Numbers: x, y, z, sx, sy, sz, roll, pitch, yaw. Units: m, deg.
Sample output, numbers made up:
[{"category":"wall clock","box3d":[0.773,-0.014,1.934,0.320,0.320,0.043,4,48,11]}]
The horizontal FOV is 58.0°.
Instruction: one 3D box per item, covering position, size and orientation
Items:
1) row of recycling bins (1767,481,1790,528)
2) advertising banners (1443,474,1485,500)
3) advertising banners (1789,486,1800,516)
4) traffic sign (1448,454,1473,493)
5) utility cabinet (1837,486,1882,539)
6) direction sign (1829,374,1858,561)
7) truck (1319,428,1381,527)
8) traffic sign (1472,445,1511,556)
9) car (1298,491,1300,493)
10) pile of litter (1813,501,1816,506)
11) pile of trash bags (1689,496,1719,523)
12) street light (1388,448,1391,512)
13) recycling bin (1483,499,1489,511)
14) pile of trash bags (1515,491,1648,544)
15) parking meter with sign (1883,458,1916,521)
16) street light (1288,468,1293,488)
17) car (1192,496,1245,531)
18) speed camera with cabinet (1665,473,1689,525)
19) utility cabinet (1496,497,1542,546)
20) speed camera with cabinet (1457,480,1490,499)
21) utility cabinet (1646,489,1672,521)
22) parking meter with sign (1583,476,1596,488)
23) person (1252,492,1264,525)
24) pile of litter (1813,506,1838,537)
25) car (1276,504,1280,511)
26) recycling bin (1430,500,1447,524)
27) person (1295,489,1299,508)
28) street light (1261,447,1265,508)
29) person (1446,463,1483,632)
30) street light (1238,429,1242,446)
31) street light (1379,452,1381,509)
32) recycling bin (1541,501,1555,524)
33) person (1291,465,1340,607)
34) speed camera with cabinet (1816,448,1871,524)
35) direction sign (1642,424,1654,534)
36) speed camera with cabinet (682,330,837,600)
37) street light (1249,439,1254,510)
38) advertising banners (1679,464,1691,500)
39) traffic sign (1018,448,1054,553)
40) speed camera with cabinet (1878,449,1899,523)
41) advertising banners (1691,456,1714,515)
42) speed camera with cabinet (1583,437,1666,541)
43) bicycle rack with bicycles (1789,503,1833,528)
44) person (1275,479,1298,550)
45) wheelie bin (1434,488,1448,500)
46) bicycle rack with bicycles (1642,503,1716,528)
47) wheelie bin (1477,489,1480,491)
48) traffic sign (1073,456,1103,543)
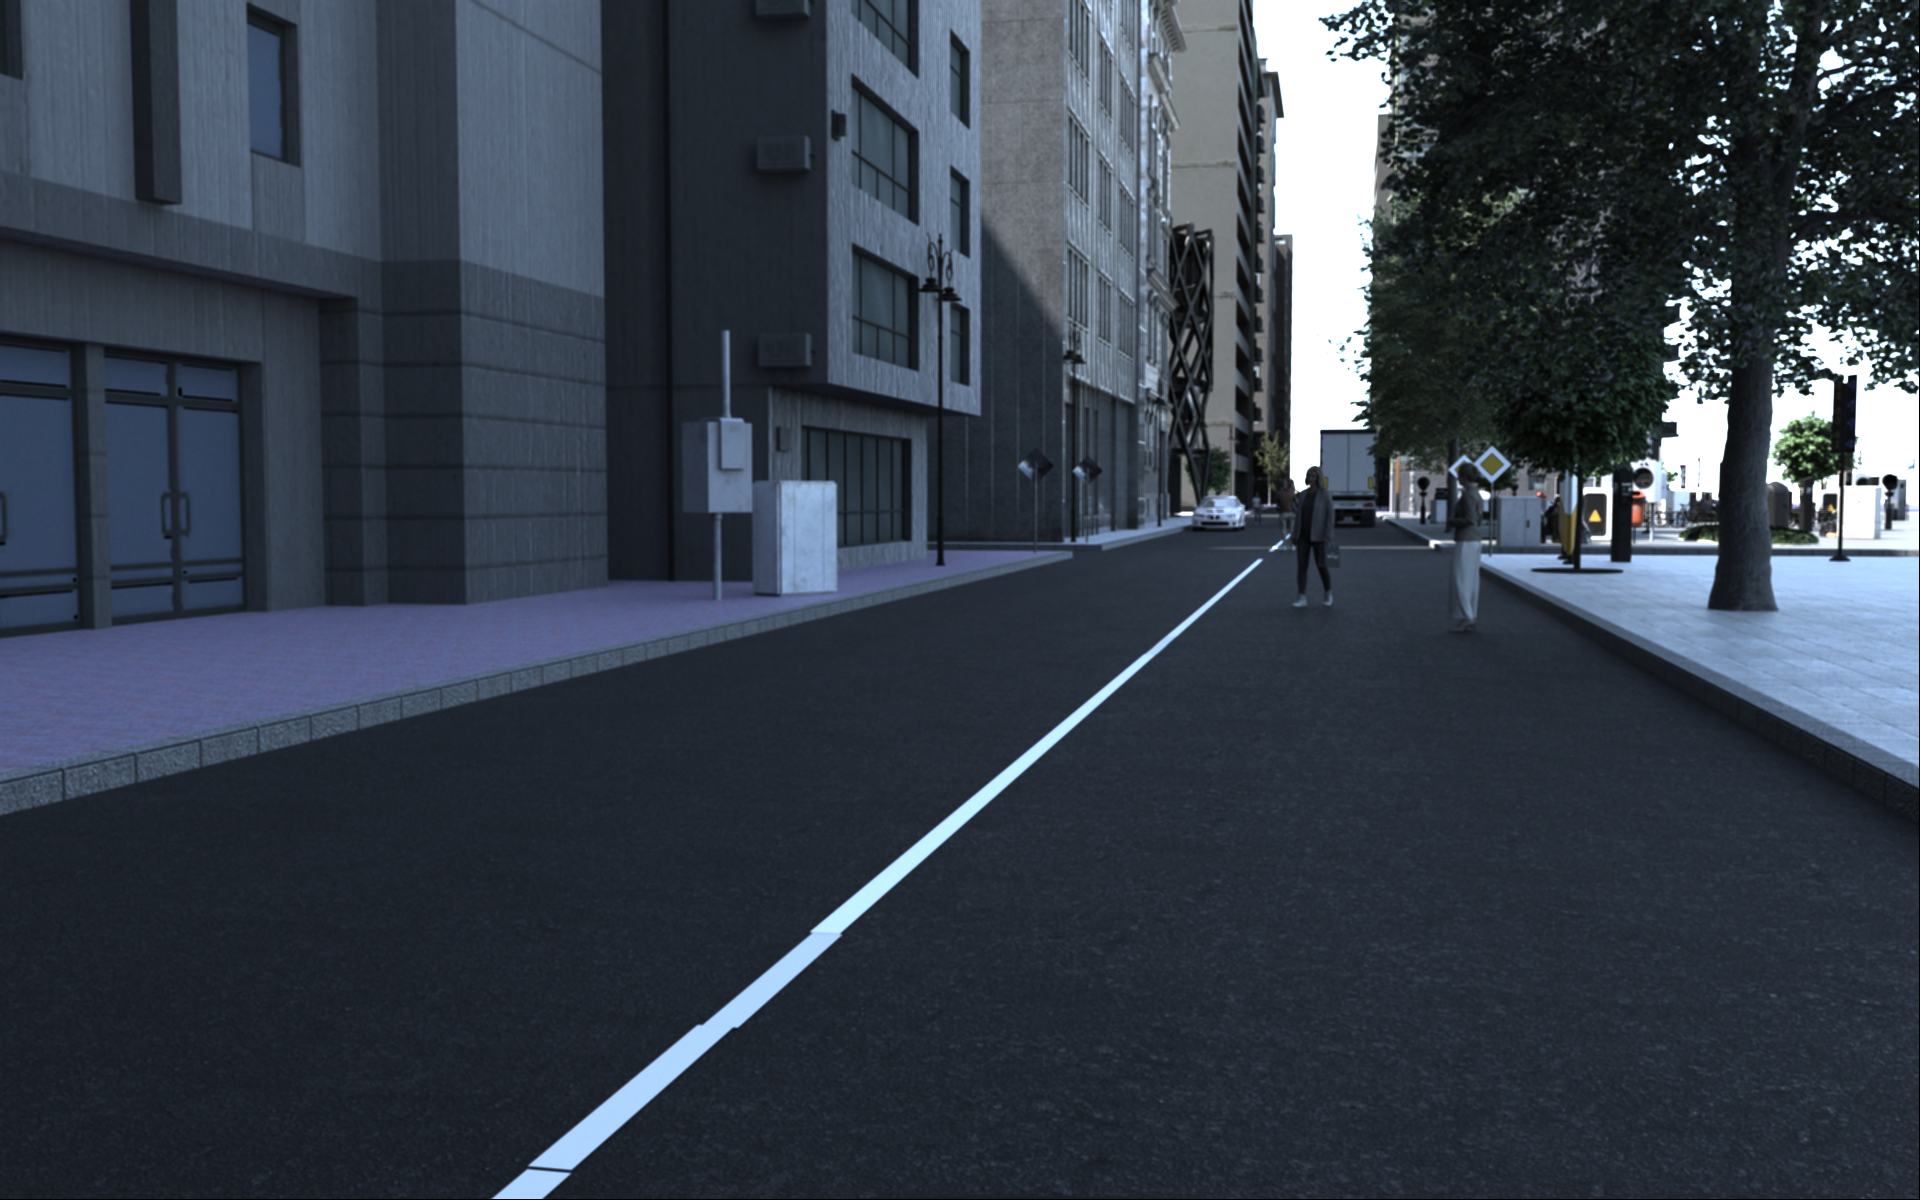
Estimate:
[{"category":"row of recycling bins","box3d":[26.310,-3.057,57.099,1.069,1.692,3.534,0,4,5]},{"category":"advertising banners","box3d":[22.182,-4.872,75.848,2.074,3.025,0.090,0,4,-2]},{"category":"advertising banners","box3d":[40.496,-5.416,84.732,0.090,3.025,2.074,-2,4,-32]},{"category":"traffic sign","box3d":[12.611,-2.431,43.386,0.795,2.450,0.064,1,4,12]},{"category":"utility cabinet","box3d":[25.756,-2.504,49.619,0.318,1.500,1.173,-2,4,-26]},{"category":"direction sign","box3d":[16.854,-2.512,33.072,0.379,3.537,0.876,0,4,1]},{"category":"truck","box3d":[17.881,-5.536,79.431,2.839,4.237,11.283,1,4,13]},{"category":"traffic sign","box3d":[10.911,-1.954,35.583,0.795,2.450,0.064,1,4,12]},{"category":"car","box3d":[40.305,-11.852,202.447,2.281,1.827,5.304,1,4,11]},{"category":"pile of litter","box3d":[53.336,-5.718,107.450,1.719,0.858,1.176,-2,4,-27]},{"category":"pile of trash bags","box3d":[37.960,-4.705,86.672,3.447,1.369,1.912,2,4,23]},{"category":"street light","box3d":[30.568,-9.198,123.176,0.468,5.910,1.993,1,4,12]},{"category":"recycling bin","box3d":[27.086,-4.661,88.757,0.722,1.027,0.722,0,4,3]},{"category":"pile of trash bags","box3d":[15.961,-2.147,44.859,3.447,1.369,1.912,2,4,24]},{"category":"parking meter with sign","box3d":[45.535,-5.369,84.048,1.738,3.016,0.543,-2,4,-29]},{"category":"street light","box3d":[51.745,-18.146,269.469,0.468,5.910,1.993,1,4,12]},{"category":"car","box3d":[10.290,-3.445,68.693,2.083,1.381,4.827,1,4,13]},{"category":"speed camera with cabinet","box3d":[29.664,-4.787,72.599,2.038,3.252,0.660,-2,4,-28]},{"category":"utility cabinet","box3d":[13.806,-1.934,42.787,1.020,1.237,0.306,0,4,0]},{"category":"speed camera with cabinet","box3d":[27.464,-6.014,92.662,2.038,3.252,0.660,1,4,16]},{"category":"utility cabinet","box3d":[33.126,-4.489,82.080,0.318,1.500,1.173,-2,4,-32]},{"category":"parking meter with sign","box3d":[27.187,-4.825,75.153,1.738,3.016,0.543,2,4,31]},{"category":"person","box3d":[14.009,-4.302,81.429,0.503,1.515,0.523,-3,4,-36]},{"category":"pile of litter","box3d":[26.649,-2.331,52.085,1.719,0.858,1.176,0,4,4]},{"category":"car","box3d":[28.037,-8.492,148.436,1.945,1.707,3.694,1,4,14]},{"category":"recycling bin","box3d":[20.929,-3.843,75.385,0.722,1.027,0.722,0,4,-6]},{"category":"person","box3d":[27.314,-8.057,140.169,1.348,1.831,0.705,1,4,19]},{"category":"street light","box3d":[28.907,-11.772,165.262,0.468,5.910,1.993,1,4,12]},{"category":"person","box3d":[5.279,-0.558,18.165,0.362,1.759,0.519,2,4,29]},{"category":"street light","box3d":[19.296,-9.033,120.479,0.468,5.910,1.993,1,4,12]},{"category":"street light","box3d":[35.277,-10.552,145.313,0.468,5.910,1.993,1,4,12]},{"category":"recycling bin","box3d":[21.091,-3.068,62.722,0.722,1.027,0.722,-3,5,-44]},{"category":"person","box3d":[4.578,-0.819,22.066,0.709,1.800,0.728,3,5,43]},{"category":"speed camera with cabinet","box3d":[38.290,-4.936,75.039,2.038,3.252,0.660,1,4,13]},{"category":"direction sign","box3d":[22.312,-3.919,56.079,0.379,3.537,0.876,1,4,8]},{"category":"speed camera with cabinet","box3d":[-2.487,-1.672,21.670,2.038,3.252,0.660,-3,5,-45]},{"category":"street light","box3d":[24.041,-10.399,142.803,0.468,5.910,1.993,1,4,12]},{"category":"advertising banners","box3d":[42.914,-6.428,101.283,2.074,3.025,0.090,-1,4,-12]},{"category":"traffic sign","box3d":[1.638,-2.078,37.617,0.795,2.450,0.064,1,4,12]},{"category":"speed camera with cabinet","box3d":[40.373,-5.009,76.231,2.038,3.252,0.660,-2,4,-25]},{"category":"advertising banners","box3d":[34.980,-5.210,81.372,0.090,3.025,2.074,3,5,45]},{"category":"speed camera with cabinet","box3d":[18.074,-3.248,47.433,2.038,3.252,0.660,3,4,38]},{"category":"bicycle rack with bicycles","box3d":[35.135,-3.601,72.263,2.852,0.926,2.925,1,4,22]},{"category":"person","box3d":[8.409,-2.196,44.384,0.573,1.828,0.580,3,5,42]},{"category":"wheelie bin","box3d":[24.950,-4.998,89.627,0.980,1.594,0.693,2,4,34]},{"category":"bicycle rack with bicycles","box3d":[27.488,-3.217,65.981,2.852,0.926,2.925,-2,4,-27]},{"category":"wheelie bin","box3d":[33.972,-6.521,114.521,0.980,1.594,0.693,0,4,6]},{"category":"traffic sign","box3d":[3.338,-2.555,45.420,0.795,2.450,0.064,1,4,12]}]
